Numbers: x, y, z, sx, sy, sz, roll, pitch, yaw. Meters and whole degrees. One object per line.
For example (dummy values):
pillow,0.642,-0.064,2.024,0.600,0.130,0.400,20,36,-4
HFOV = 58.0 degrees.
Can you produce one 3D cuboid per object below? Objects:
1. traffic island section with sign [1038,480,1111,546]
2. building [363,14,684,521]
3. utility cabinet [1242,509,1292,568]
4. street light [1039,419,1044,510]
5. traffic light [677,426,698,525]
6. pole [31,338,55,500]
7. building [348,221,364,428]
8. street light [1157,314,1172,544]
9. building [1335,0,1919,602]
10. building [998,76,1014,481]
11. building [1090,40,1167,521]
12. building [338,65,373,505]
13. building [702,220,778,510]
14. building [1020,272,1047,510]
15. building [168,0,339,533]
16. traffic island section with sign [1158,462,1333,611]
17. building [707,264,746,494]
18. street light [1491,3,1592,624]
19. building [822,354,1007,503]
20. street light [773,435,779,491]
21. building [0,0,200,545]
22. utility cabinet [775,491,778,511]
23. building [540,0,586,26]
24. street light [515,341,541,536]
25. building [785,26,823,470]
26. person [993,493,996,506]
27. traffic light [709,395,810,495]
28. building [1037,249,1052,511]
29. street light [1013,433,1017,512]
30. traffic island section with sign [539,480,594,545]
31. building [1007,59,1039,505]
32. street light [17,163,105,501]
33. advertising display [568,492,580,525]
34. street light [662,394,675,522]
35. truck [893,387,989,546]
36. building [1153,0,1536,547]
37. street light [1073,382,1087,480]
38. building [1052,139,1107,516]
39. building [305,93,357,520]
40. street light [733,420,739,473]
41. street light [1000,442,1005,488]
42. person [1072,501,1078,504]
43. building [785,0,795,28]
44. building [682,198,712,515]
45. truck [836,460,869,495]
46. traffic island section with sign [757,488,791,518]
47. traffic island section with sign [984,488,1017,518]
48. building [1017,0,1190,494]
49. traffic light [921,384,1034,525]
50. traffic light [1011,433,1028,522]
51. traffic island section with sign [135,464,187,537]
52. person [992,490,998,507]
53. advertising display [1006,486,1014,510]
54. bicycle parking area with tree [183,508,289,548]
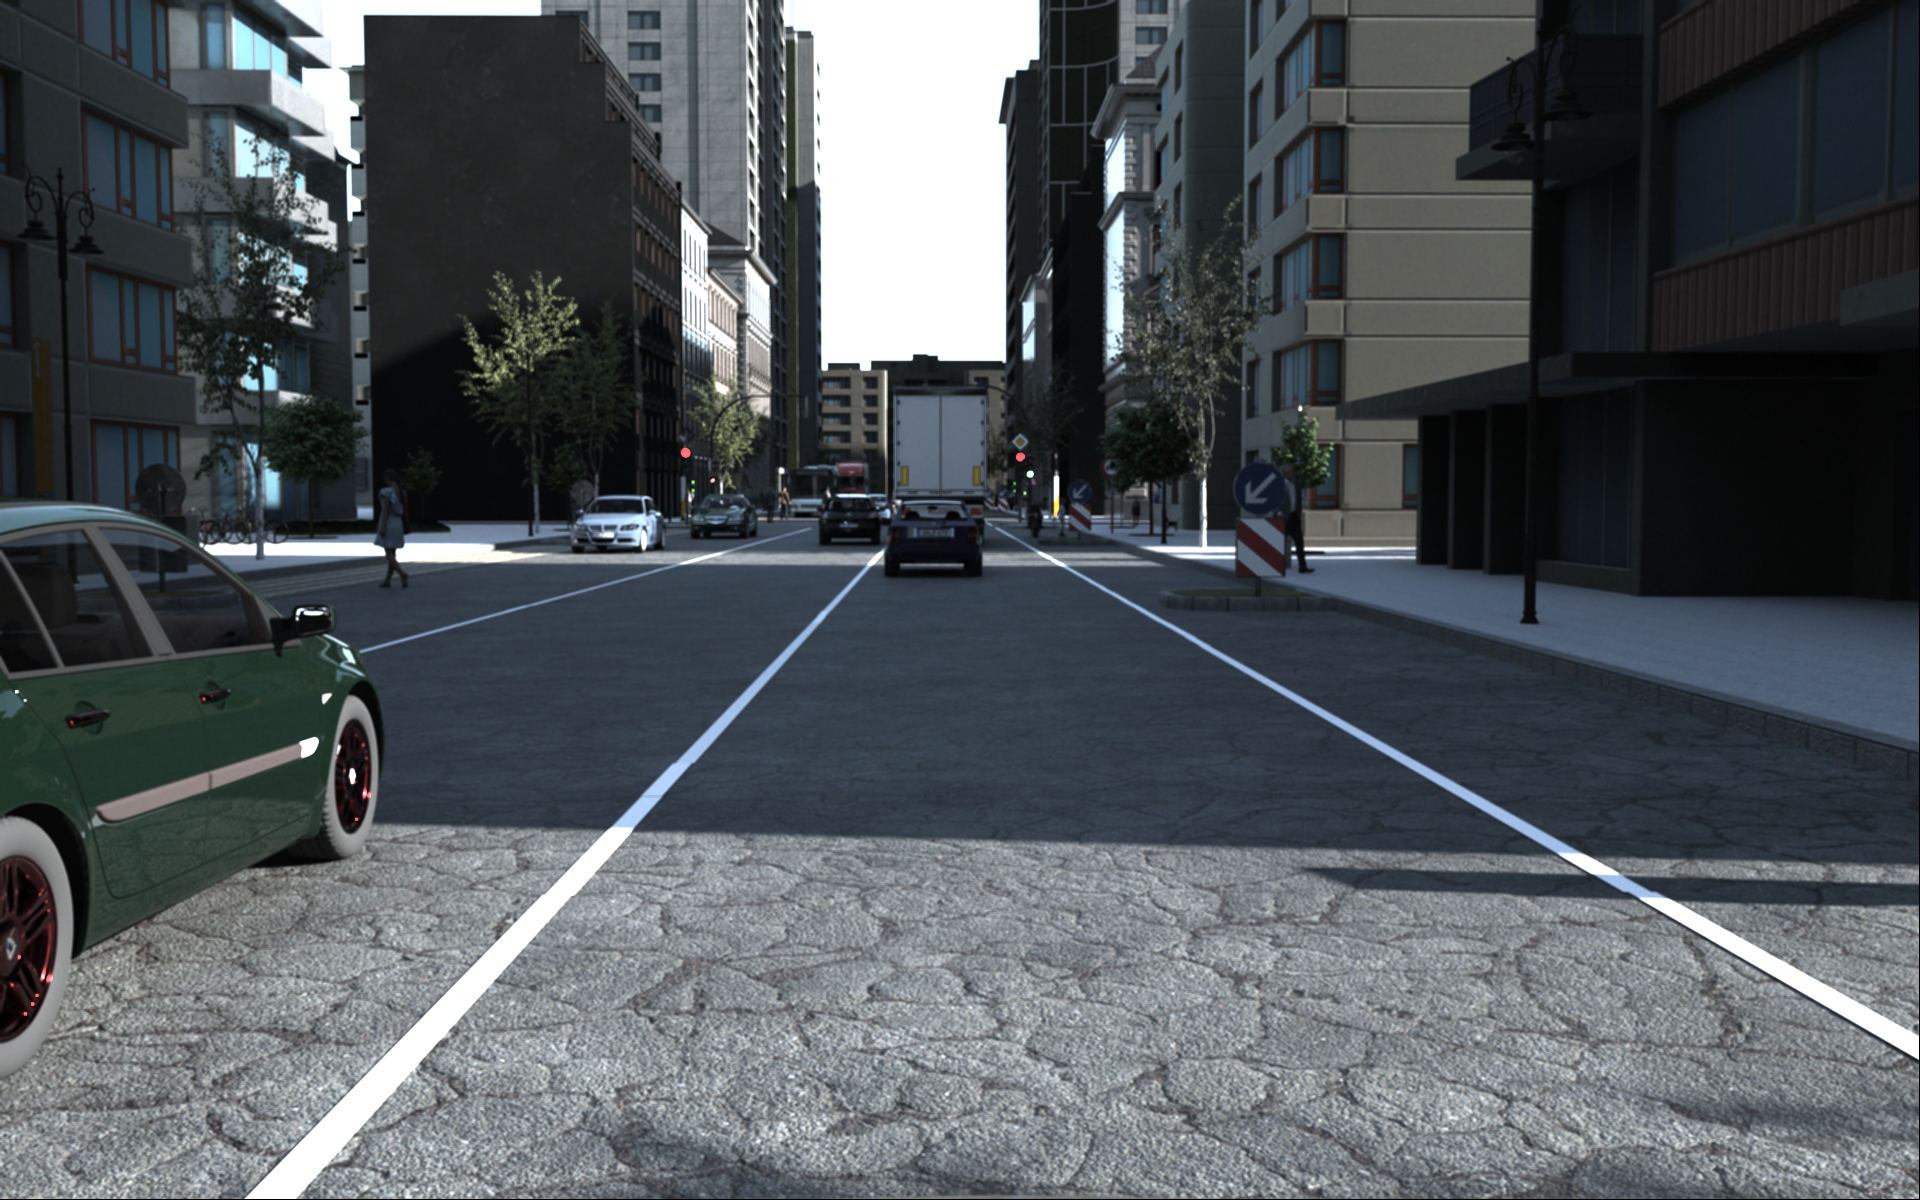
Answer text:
traffic island section with sign,3.229,-2.479,49.163,1.989,1.847,2.006,0,4,-1
building,-21.506,-15.836,88.594,12.332,23.373,15.834,0,4,-1
utility cabinet,5.341,-1.319,30.237,0.318,1.500,1.173,-1,4,-21
street light,4.598,-7.723,99.054,0.468,5.910,1.993,0,4,-1
traffic light,-11.292,-5.065,71.734,0.839,4.253,0.868,0,4,-1
pole,-12.031,-1.769,22.759,0.158,3.312,0.155,0,3,0
building,-79.318,-34.410,246.204,14.086,41.232,14.154,0,4,-1
street light,5.269,-4.391,44.577,0.468,5.910,1.993,0,4,-1
building,18.139,-22.222,17.960,22.147,44.769,28.867,0,4,-1
building,19.502,-38.271,214.970,28.713,52.752,27.495,0,4,-1
building,16.863,-15.703,85.620,19.941,23.489,11.050,0,4,-1
building,-59.437,-38.155,213.069,27.495,52.752,28.713,0,4,-1
building,-21.535,-19.271,143.954,11.050,23.489,19.941,0,4,-1
building,10.329,-18.171,146.251,9.793,20.994,18.267,0,4,-1
building,-37.752,-26.699,56.143,30.456,49.044,23.786,0,4,-1
traffic island section with sign,3.597,-0.831,22.210,1.989,1.847,2.006,0,4,-1
building,-21.696,-15.893,124.485,10.561,19.102,19.286,0,4,-1
street light,5.647,-2.704,16.997,0.468,5.910,1.993,0,4,-1
building,-4.972,-25.067,254.887,28.899,21.520,27.650,0,4,-1
street light,-14.290,-9.869,134.145,0.468,5.910,1.993,0,4,-1
building,-27.543,-10.485,16.464,27.650,21.520,28.899,0,4,-1
utility cabinet,-14.107,-7.503,131.354,0.318,1.500,1.173,1,4,15
building,-26.966,-44.365,163.613,20.563,71.187,20.611,0,4,-1
street light,-13.055,-4.876,52.503,0.468,5.910,1.993,0,4,-1
building,-31.640,-41.293,217.134,28.212,58.520,21.231,0,4,-1
person,4.078,-11.406,192.673,0.705,1.807,1.348,3,4,37
traffic light,-9.311,-6.429,79.782,4.771,5.953,1.251,0,4,-1
building,11.983,-17.749,126.356,11.583,22.565,21.152,0,4,-1
street light,4.120,-9.431,126.983,0.468,5.910,1.993,0,4,-1
traffic island section with sign,-10.687,-2.461,48.872,1.989,1.847,2.006,0,4,-1
building,16.261,-34.670,190.550,21.300,48.544,21.600,0,4,-1
street light,-12.718,-3.172,24.645,0.468,5.910,1.993,0,4,-1
advertising display,-16.130,-4.103,72.304,0.123,1.923,0.974,1,4,13
street light,-13.446,-6.563,80.087,0.468,5.910,1.993,0,4,-1
truck,-0.495,-3.797,51.002,2.839,4.237,11.283,0,4,0
building,21.847,-12.875,55.538,27.650,21.520,28.899,0,4,-1
street light,4.965,-6.044,71.608,0.468,5.910,1.993,0,4,-1
building,12.402,-17.015,107.878,12.332,23.373,15.834,0,4,-1
building,-40.557,-14.466,85.675,18.267,20.994,9.793,0,4,-1
street light,-13.847,-8.216,107.116,0.468,5.910,1.993,0,4,-1
street light,3.794,-11.102,154.311,0.468,5.910,1.993,0,4,-1
person,6.405,-5.544,96.957,0.520,1.790,0.573,2,4,28
building,-34.874,-57.286,249.292,31.000,86.520,22.319,0,4,-1
building,-21.136,-15.691,105.692,9.793,20.994,18.267,0,4,-1
truck,-9.005,-9.522,144.590,2.839,4.237,11.283,0,4,-1
traffic island section with sign,-11.448,-5.861,104.458,1.989,1.847,2.006,0,4,-1
traffic island section with sign,2.464,-5.895,105.007,1.989,1.847,2.006,0,4,-1
building,16.233,-44.681,168.791,20.563,71.187,20.611,0,4,-1
traffic light,0.777,-5.939,71.773,4.771,5.953,1.251,0,4,-1
traffic light,2.758,-5.566,79.928,0.839,4.253,0.868,0,4,-1
traffic island section with sign,-10.330,-0.813,21.920,1.989,1.847,2.006,0,4,-1
person,3.533,-9.983,169.999,0.721,1.736,1.217,-3,4,-37
advertising display,4.022,-7.955,135.282,0.974,1.923,0.123,-3,5,-39
bicycle parking area with tree,-20.680,-3.340,41.615,9.016,4.147,8.231,1,4,11
